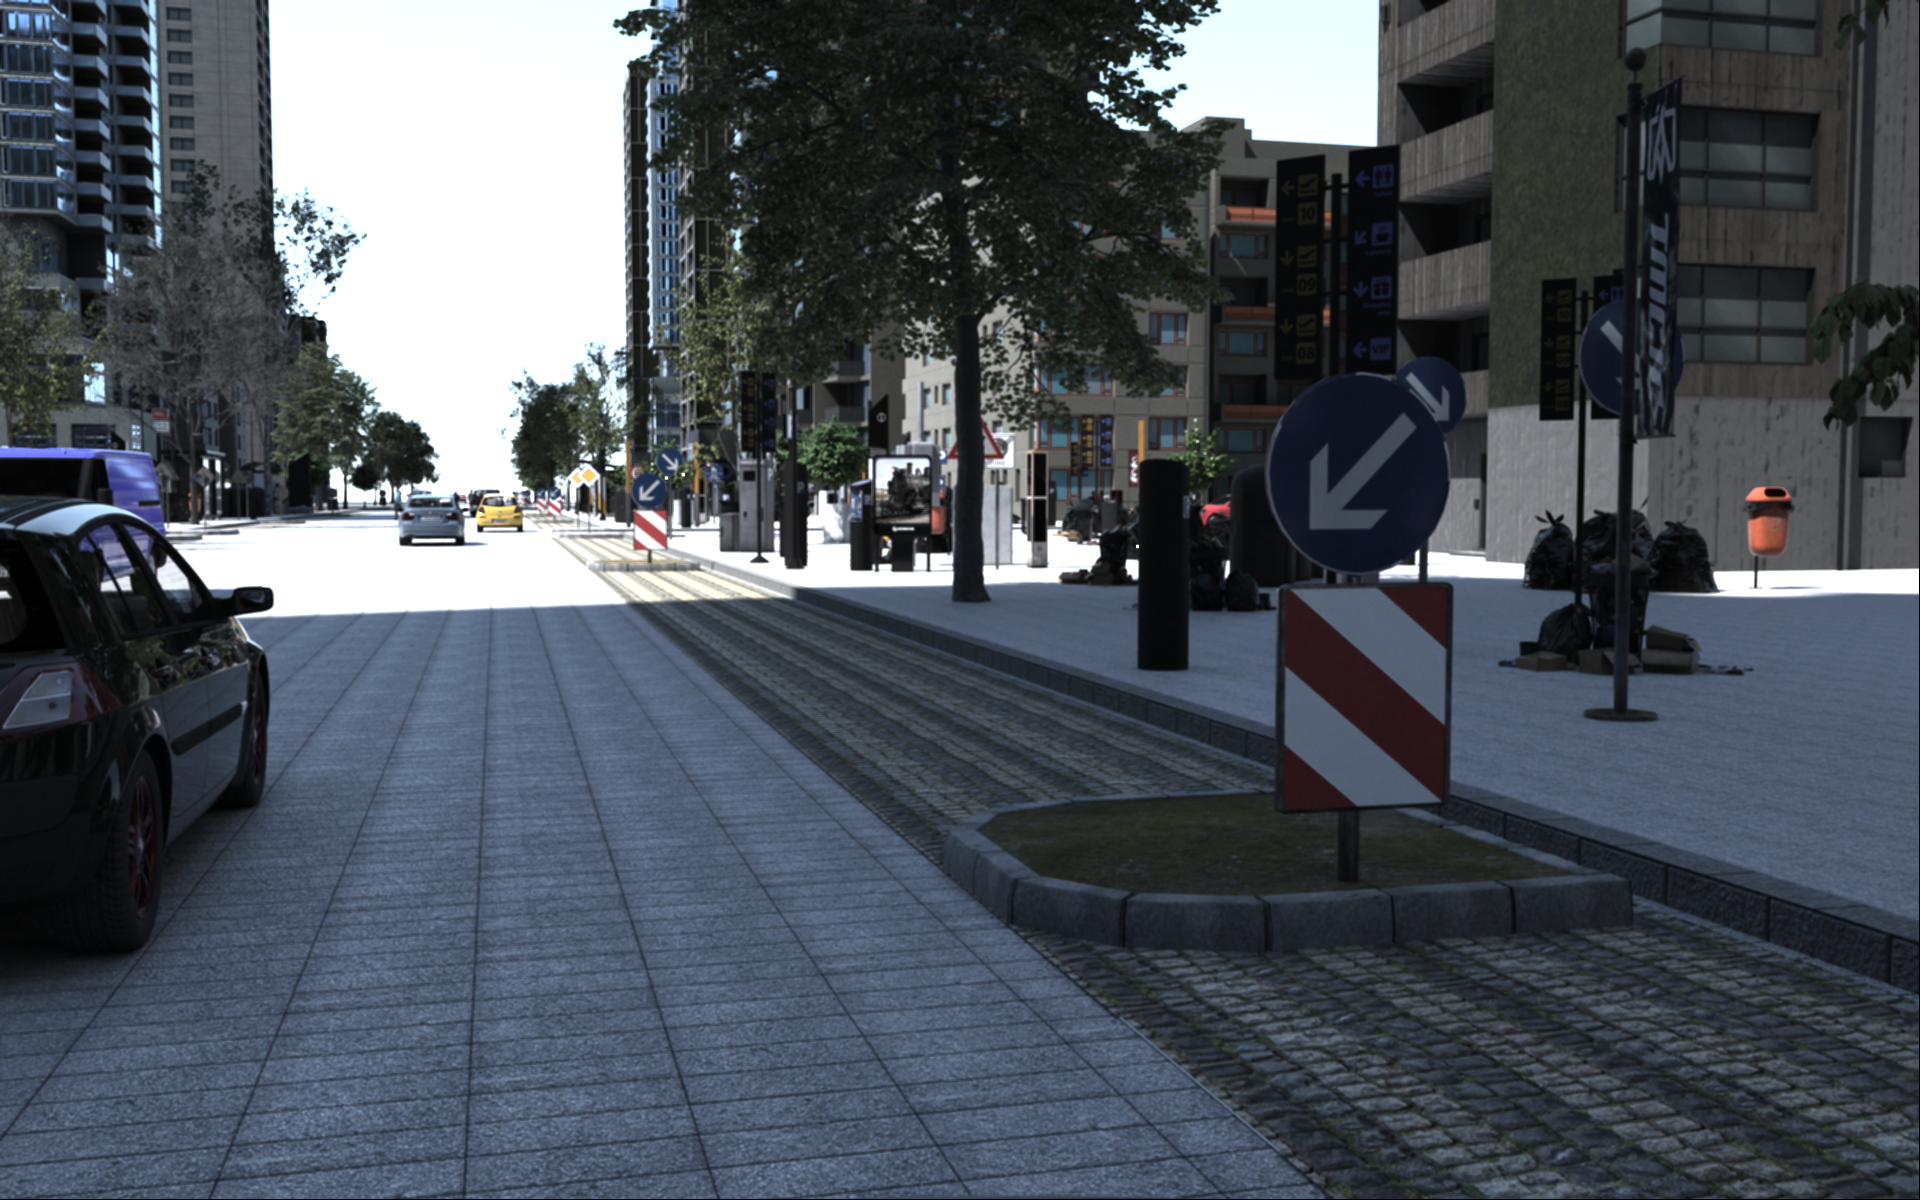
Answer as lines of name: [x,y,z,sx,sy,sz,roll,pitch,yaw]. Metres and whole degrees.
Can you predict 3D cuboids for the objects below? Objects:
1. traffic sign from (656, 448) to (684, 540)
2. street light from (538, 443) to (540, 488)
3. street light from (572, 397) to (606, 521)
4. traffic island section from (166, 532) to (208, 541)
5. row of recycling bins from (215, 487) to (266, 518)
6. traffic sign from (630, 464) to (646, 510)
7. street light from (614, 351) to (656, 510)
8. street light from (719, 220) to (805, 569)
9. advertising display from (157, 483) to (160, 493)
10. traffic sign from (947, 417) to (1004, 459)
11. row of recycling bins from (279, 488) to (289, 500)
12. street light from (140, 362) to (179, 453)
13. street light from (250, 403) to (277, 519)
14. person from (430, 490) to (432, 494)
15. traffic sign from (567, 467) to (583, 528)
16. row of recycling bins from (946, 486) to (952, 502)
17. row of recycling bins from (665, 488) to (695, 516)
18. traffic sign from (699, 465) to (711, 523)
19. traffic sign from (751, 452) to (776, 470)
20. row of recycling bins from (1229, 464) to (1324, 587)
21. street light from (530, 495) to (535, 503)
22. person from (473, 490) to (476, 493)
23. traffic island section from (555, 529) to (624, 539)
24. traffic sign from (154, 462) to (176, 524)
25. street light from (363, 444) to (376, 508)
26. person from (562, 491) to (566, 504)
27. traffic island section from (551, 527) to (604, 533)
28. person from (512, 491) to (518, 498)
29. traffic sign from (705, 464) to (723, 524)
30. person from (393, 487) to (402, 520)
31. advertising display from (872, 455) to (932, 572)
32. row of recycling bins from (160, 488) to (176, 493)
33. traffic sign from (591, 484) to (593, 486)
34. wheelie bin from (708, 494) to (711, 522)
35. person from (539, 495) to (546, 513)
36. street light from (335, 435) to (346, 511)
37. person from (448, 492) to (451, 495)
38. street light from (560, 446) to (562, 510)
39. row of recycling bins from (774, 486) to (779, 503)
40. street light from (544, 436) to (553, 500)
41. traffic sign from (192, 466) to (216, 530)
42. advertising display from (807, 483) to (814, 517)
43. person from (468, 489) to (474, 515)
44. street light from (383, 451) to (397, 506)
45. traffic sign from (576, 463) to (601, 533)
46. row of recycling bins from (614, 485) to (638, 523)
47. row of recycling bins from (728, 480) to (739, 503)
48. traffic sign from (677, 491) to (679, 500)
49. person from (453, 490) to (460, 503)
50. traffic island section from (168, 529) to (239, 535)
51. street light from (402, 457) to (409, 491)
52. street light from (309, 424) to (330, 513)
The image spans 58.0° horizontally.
traffic sign: [-8.039,-2.934,48.082,0.768,2.556,0.104,-1,4,-13]
street light: [-37.669,-11.318,157.588,1.470,5.913,1.316,-1,4,-15]
street light: [-17.777,-6.765,83.155,1.470,5.913,1.316,-1,4,-15]
traffic island section: [-24.651,-1.913,53.553,2.009,0.180,2.903,-1,4,-15]
row of recycling bins: [-39.829,-5.424,95.791,1.069,1.692,3.534,1,4,21]
traffic sign: [-13.843,-4.553,74.554,0.768,2.556,0.104,-1,4,-13]
street light: [-10.559,-5.138,56.547,1.470,5.913,1.316,-1,4,-15]
street light: [-3.346,-3.472,29.312,1.470,5.913,1.316,-1,4,-15]
advertising display: [-40.099,-4.925,85.744,0.974,1.923,0.123,0,4,-2]
traffic sign: [0.230,-1.610,26.333,0.884,2.594,0.081,-1,4,-12]
row of recycling bins: [-49.132,-7.256,125.746,3.534,1.692,1.069,-2,4,-34]
street light: [-28.095,-5.397,60.776,1.470,5.913,1.316,-1,4,-15]
street light: [-35.479,-7.076,88.232,1.470,5.913,1.316,-1,4,-15]
person: [-57.549,-11.000,188.349,0.705,1.824,1.348,-1,4,-17]
traffic sign: [-14.228,-3.723,64.510,0.795,2.450,0.064,-1,4,-15]
row of recycling bins: [-1.456,-4.994,88.772,1.069,1.692,3.534,-2,4,-32]
row of recycling bins: [-16.614,-5.726,100.727,3.534,1.692,1.069,0,4,-5]
traffic sign: [-11.305,-4.722,77.310,0.768,2.556,0.104,-1,4,-14]
traffic sign: [-5.751,-3.091,50.647,0.768,2.556,0.104,0,4,-8]
row of recycling bins: [4.650,-1.116,25.368,1.069,1.692,3.534,1,4,22]
street light: [-44.815,-12.951,184.290,1.470,5.913,1.316,-1,4,-15]
person: [-38.818,-7.940,138.836,1.217,1.766,0.721,2,4,26]
traffic island section: [-12.145,-2.116,56.878,2.009,0.180,2.903,-1,4,-15]
traffic sign: [-24.630,-3.049,53.497,0.795,2.450,0.064,-1,4,-15]
street light: [-54.941,-11.548,161.345,1.470,5.913,1.316,-1,4,-15]
person: [-49.702,-12.788,217.450,0.709,1.838,0.599,-2,4,-31]
traffic island section: [-14.208,-2.588,64.593,2.009,0.180,2.903,-1,4,-15]
person: [-43.665,-9.782,169.148,1.217,1.735,0.721,1,4,12]
traffic sign: [-10.400,-4.475,73.276,0.768,2.556,0.104,-1,4,-9]
person: [-31.082,-5.359,95.980,0.748,1.841,0.638,1,4,10]
advertising display: [-0.945,-1.420,28.427,0.974,1.923,0.123,0,3,0]
row of recycling bins: [-53.232,-6.814,118.528,1.069,1.692,3.534,2,4,29]
traffic sign: [-24.311,-7.047,115.224,0.884,2.594,0.081,0,4,-7]
wheelie bin: [-11.813,-4.382,79.558,0.693,1.594,0.980,0,4,-1]
person: [-30.617,-7.195,126.978,0.563,1.720,0.643,-2,4,-27]
street light: [-47.887,-9.913,134.619,1.470,5.913,1.316,-1,4,-15]
person: [-80.393,-16.135,273.113,0.445,1.727,0.742,2,4,29]
street light: [-24.903,-8.399,109.862,1.470,5.913,1.316,-1,4,-15]
row of recycling bins: [-10.385,-5.086,90.270,1.069,1.692,3.534,-2,4,-35]
street light: [-32.181,-10.072,137.211,1.470,5.913,1.316,-1,4,-15]
traffic sign: [-26.692,-3.521,61.212,0.795,2.450,0.064,-1,4,-15]
advertising display: [-8.465,-5.485,94.890,0.974,1.923,0.123,-1,4,-12]
person: [-34.008,-6.856,120.767,0.661,1.801,0.590,3,4,38]
street light: [-62.019,-13.182,188.064,1.470,5.913,1.316,-1,4,-15]
traffic sign: [-12.166,-3.251,56.795,0.795,2.450,0.064,-1,4,-15]
row of recycling bins: [-15.088,-4.348,78.204,1.069,1.692,3.534,-1,4,-16]
row of recycling bins: [-6.776,-2.872,54.071,1.069,1.692,3.534,0,4,-4]
traffic sign: [-14.857,-5.571,91.195,0.768,2.556,0.104,-1,4,-11]
person: [-49.637,-9.932,170.756,0.599,1.838,0.709,3,4,37]
traffic island section: [-26.713,-2.385,61.268,2.009,0.180,2.903,-1,4,-15]
street light: [-69.584,-14.873,215.713,1.470,5.913,1.316,-1,4,-15]
street light: [-42.713,-8.743,115.483,1.470,5.913,1.316,-1,4,-15]
